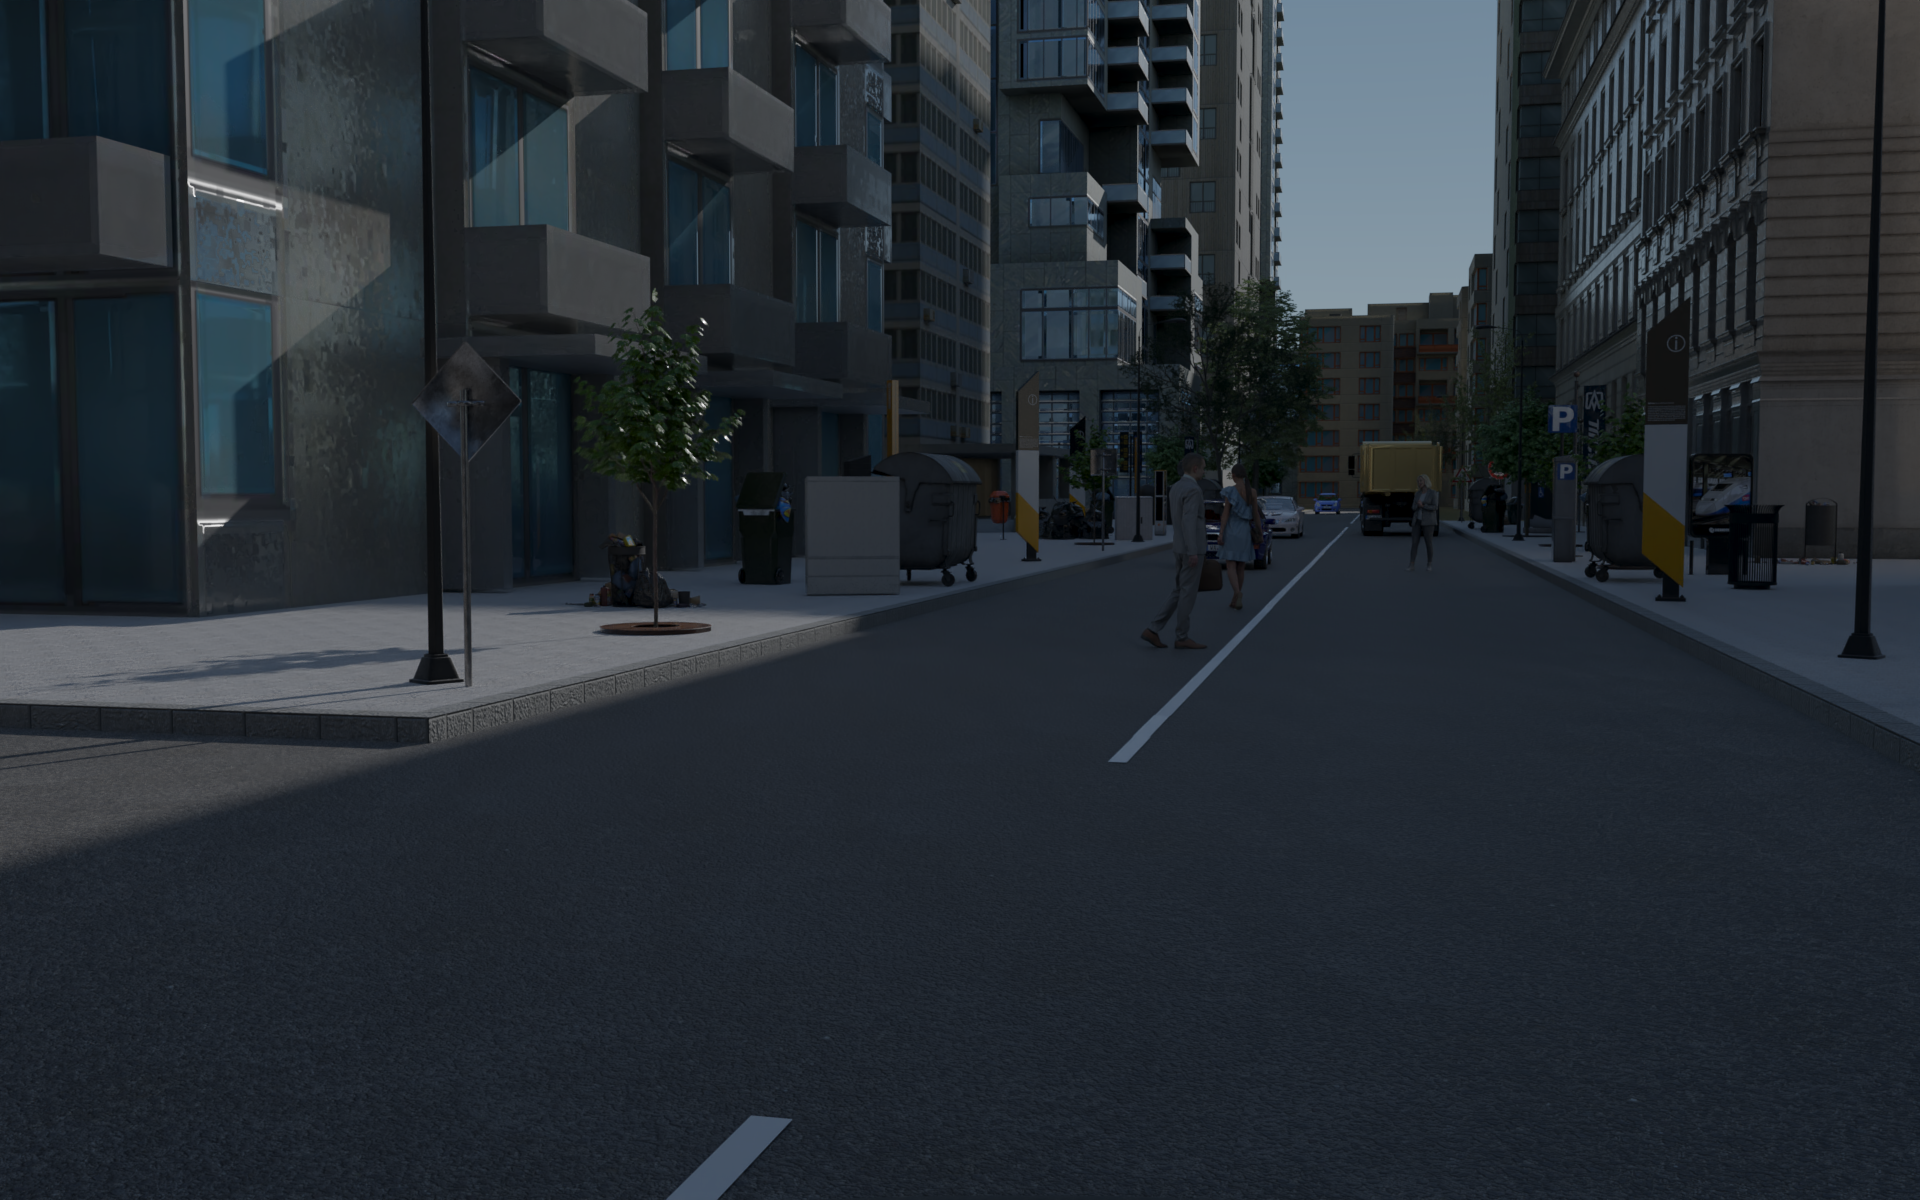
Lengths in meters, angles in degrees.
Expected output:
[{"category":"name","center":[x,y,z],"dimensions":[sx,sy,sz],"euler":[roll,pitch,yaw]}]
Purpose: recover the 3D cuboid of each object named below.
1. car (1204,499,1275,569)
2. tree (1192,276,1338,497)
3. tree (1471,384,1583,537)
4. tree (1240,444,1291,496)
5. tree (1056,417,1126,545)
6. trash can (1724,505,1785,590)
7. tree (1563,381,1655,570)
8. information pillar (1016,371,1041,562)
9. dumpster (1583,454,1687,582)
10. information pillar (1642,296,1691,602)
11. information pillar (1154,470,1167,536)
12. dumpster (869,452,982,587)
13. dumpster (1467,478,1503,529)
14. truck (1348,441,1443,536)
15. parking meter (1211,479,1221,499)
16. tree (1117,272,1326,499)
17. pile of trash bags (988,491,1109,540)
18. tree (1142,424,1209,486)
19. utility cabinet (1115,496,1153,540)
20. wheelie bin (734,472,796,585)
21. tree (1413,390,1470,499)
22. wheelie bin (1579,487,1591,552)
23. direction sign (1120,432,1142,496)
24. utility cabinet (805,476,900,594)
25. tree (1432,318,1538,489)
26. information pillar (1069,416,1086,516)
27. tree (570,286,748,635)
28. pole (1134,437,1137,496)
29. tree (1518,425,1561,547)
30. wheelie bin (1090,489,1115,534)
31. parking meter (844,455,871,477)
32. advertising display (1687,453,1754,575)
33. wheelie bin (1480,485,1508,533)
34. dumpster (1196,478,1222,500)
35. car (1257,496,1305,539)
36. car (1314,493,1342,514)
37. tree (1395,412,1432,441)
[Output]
[{"category":"car","center":[5.264,-1.327,34.269],"dimensions":[1.945,1.354,3.894],"euler":[1,4,12]},{"category":"tree","center":[15.913,-10.544,90.514],"dimensions":[7.486,12.596,7.792],"euler":[0,3,0]},{"category":"tree","center":[17.159,-4.178,52.019],"dimensions":[4.285,4.588,4.351],"euler":[0,3,0]},{"category":"tree","center":[18.332,-7.420,105.037],"dimensions":[4.285,4.588,4.351],"euler":[0,3,0]},{"category":"tree","center":[3.404,-3.012,43.843],"dimensions":[1.663,3.219,1.824],"euler":[0,3,0]},{"category":"trash can","center":[10.709,-0.718,23.386],"dimensions":[0.748,1.137,0.748],"euler":[0,3,0]},{"category":"tree","center":[11.502,-2.152,29.791],"dimensions":[1.663,3.219,1.824],"euler":[0,3,0]},{"category":"information pillar","center":[1.291,-2.539,32.870],"dimensions":[0.504,3.616,0.183],"euler":[-2,4,-31]},{"category":"dumpster","center":[9.985,-1.217,25.652],"dimensions":[1.264,1.857,1.865],"euler":[1,4,13]},{"category":"information pillar","center":[8.439,-1.793,20.675],"dimensions":[0.504,3.616,0.183],"euler":[1,4,23]},{"category":"information pillar","center":[6.187,-2.991,53.394],"dimensions":[0.304,2.012,0.304],"euler":[1,4,23]},{"category":"dumpster","center":[-0.494,-1.159,24.709],"dimensions":[1.264,1.857,1.865],"euler":[1,4,14]},{"category":"dumpster","center":[19.342,-3.544,63.695],"dimensions":[1.264,1.857,1.865],"euler":[1,4,14]},{"category":"truck","center":[15.771,-4.068,62.438],"dimensions":[3.469,3.379,9.791],"euler":[1,4,12]},{"category":"parking meter","center":[9.776,-3.711,66.379],"dimensions":[0.255,1.863,0.399],"euler":[-3,4,-36]},{"category":"tree","center":[10.915,-8.416,72.018],"dimensions":[8.767,10.594,7.601],"euler":[0,4,-1]},{"category":"pile of trash bags","center":[2.417,-2.415,49.231],"dimensions":[3.447,1.369,1.912],"euler":[-1,4,-23]},{"category":"tree","center":[10.127,-5.947,80.950],"dimensions":[4.285,4.588,4.351],"euler":[0,3,0]},{"category":"utility cabinet","center":[4.838,-2.267,48.221],"dimensions":[1.020,1.237,0.306],"euler":[0,4,-6]},{"category":"wheelie bin","center":[-2.777,-1.028,24.713],"dimensions":[0.980,1.594,0.693],"euler":[1,4,22]},{"category":"tree","center":[33.995,-10.554,122.916],"dimensions":[4.360,8.622,3.978],"euler":[0,3,0]},{"category":"wheelie bin","center":[14.265,-1.871,38.499],"dimensions":[0.980,1.594,0.693],"euler":[2,4,34]},{"category":"direction sign","center":[6.202,-4.338,62.922],"dimensions":[0.876,3.537,0.379],"euler":[2,4,30]},{"category":"utility cabinet","center":[-1.369,-0.814,21.991],"dimensions":[1.173,1.500,0.318],"euler":[-1,4,-10]},{"category":"tree","center":[22.434,-7.525,73.402],"dimensions":[4.737,8.622,4.395],"euler":[0,3,0]},{"category":"information pillar","center":[3.543,-3.709,51.991],"dimensions":[0.504,3.616,0.183],"euler":[1,4,16]},{"category":"tree","center":[-2.739,-1.321,16.202],"dimensions":[1.663,3.219,1.824],"euler":[0,3,0]},{"category":"pole","center":[6.351,-4.182,62.222],"dimensions":[0.158,3.312,0.155],"euler":[0,3,0]},{"category":"tree","center":[14.745,-2.908,42.148],"dimensions":[1.663,3.219,1.824],"euler":[0,3,0]},{"category":"wheelie bin","center":[4.618,-2.956,56.240],"dimensions":[0.693,1.594,0.980],"euler":[-1,4,-22]},{"category":"parking meter","center":[-1.538,-1.231,25.833],"dimensions":[0.399,1.863,0.255],"euler":[-2,4,-25]},{"category":"advertising display","center":[12.054,-1.361,27.473],"dimensions":[0.974,1.923,0.123],"euler":[0,4,2]},{"category":"wheelie bin","center":[17.712,-3.026,57.377],"dimensions":[0.980,1.594,0.693],"euler":[-3,4,-37]},{"category":"dumpster","center":[8.991,-3.563,64.014],"dimensions":[1.264,1.857,1.865],"euler":[1,4,14]},{"category":"car","center":[10.392,-2.757,57.439],"dimensions":[2.083,1.381,4.827],"euler":[1,4,14]},{"category":"car","center":[26.170,-6.950,123.218],"dimensions":[1.945,1.707,3.694],"euler":[1,4,14]},{"category":"tree","center":[40.225,-12.250,150.653],"dimensions":[4.737,8.622,4.395],"euler":[0,3,0]}]
